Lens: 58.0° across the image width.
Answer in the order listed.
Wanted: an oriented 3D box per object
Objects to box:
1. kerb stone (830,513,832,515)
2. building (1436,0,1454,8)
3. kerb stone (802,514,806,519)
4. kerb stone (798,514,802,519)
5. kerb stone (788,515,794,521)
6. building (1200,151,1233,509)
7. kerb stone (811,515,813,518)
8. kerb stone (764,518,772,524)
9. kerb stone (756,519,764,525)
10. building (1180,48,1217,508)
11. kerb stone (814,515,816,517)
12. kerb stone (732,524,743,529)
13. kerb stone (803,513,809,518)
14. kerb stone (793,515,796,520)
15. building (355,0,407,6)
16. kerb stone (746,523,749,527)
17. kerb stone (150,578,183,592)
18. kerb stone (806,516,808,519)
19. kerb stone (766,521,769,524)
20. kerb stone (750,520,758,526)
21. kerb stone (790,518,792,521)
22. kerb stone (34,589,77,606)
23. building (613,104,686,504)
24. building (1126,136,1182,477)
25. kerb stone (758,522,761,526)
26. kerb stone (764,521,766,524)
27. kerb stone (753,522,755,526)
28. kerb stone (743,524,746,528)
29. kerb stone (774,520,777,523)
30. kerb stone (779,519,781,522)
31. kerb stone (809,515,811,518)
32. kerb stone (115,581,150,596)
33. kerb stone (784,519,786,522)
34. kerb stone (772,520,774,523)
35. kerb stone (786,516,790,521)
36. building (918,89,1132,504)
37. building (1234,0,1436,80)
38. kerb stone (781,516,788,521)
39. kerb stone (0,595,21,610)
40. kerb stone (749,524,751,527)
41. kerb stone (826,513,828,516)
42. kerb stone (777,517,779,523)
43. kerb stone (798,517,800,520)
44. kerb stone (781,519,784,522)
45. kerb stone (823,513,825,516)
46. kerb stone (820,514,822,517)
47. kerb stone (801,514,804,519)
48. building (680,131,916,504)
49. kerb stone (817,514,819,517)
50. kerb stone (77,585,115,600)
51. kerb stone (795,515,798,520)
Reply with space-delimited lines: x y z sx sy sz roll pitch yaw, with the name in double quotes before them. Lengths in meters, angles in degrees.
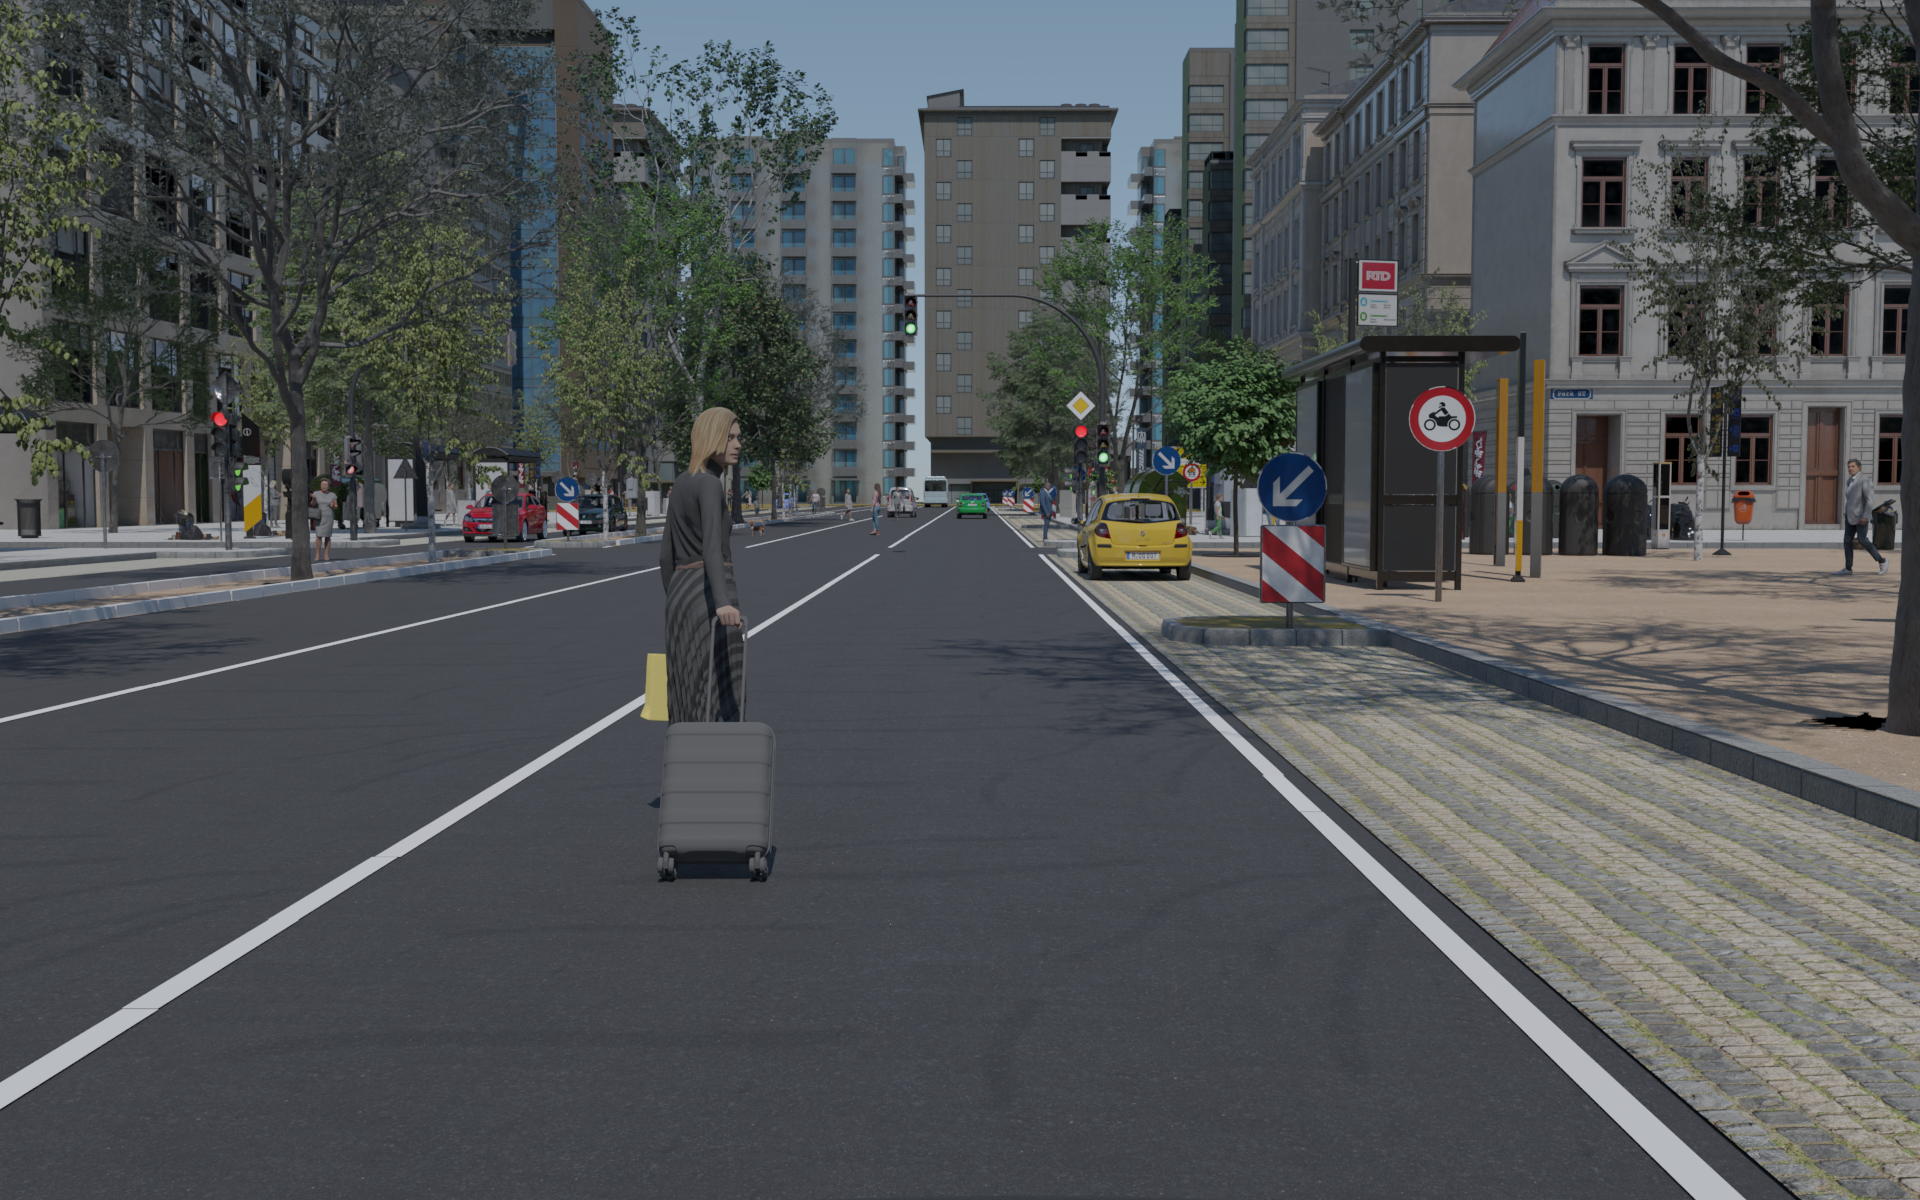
"kerb stone" -8.896 -5.757 116.314 0.120 0.150 1.000 0 4 1
"building" 58.569 -52.545 171.784 31.000 86.520 22.319 0 4 1
"kerb stone" -9.064 -4.690 98.881 0.120 0.150 1.000 0 4 1
"kerb stone" -9.079 -4.565 96.833 0.120 0.150 1.000 0 4 1
"kerb stone" -9.116 -4.315 92.743 0.120 0.150 1.000 0 4 1
"building" 27.485 -23.058 148.701 14.160 30.474 14.107 0 4 1
"kerb stone" -9.023 -4.940 102.976 0.120 0.150 1.000 0 4 1
"kerb stone" -9.216 -3.689 82.517 0.120 0.150 1.000 0 4 1
"kerb stone" -9.238 -3.502 79.446 0.120 0.150 1.000 0 4 1
"building" 27.552 -29.292 162.526 14.154 41.232 14.086 0 4 1
"kerb stone" -9.006 -5.066 105.023 0.120 0.150 1.000 0 4 1
"kerb stone" -9.301 -3.062 72.266 0.120 0.150 1.000 0 4 1
"kerb stone" -9.043 -4.816 100.932 0.120 0.150 1.000 0 4 1
"kerb stone" -9.106 -4.377 93.766 0.120 0.150 1.000 0 4 1
"building" -74.690 -48.395 229.512 20.611 71.187 20.563 0 4 1
"kerb stone" -9.283 -3.188 74.314 0.120 0.150 1.000 0 4 1
"kerb stone" -11.834 -0.210 25.636 0.120 0.150 1.000 0 4 1
"kerb stone" -9.047 -4.753 99.903 0.120 0.150 1.000 0 4 1
"kerb stone" -9.220 -3.627 81.495 0.120 0.150 1.000 0 4 1
"kerb stone" -9.265 -3.375 77.388 0.120 0.150 1.000 0 4 1
"kerb stone" -9.124 -4.252 91.721 0.120 0.150 1.000 0 4 1
"kerb stone" -11.862 -0.018 22.558 0.120 0.150 1.000 0 4 1
"building" -50.599 -39.442 234.114 27.495 52.752 28.713 0 4 1
"building" 37.524 -37.408 231.237 30.456 49.044 23.786 0 4 1
"kerb stone" -9.250 -3.438 78.424 0.120 0.150 1.000 0 4 1
"kerb stone" -9.230 -3.560 80.470 0.120 0.150 1.000 0 4 1
"kerb stone" -9.267 -3.304 76.363 0.120 0.150 1.000 0 4 1
"kerb stone" -9.298 -3.125 73.292 0.120 0.150 1.000 0 4 1
"kerb stone" -9.199 -3.814 84.562 0.120 0.150 1.000 0 4 1
"kerb stone" -9.173 -3.940 86.609 0.120 0.150 1.000 0 4 1
"kerb stone" -9.035 -4.874 101.954 0.120 0.150 1.000 0 4 1
"kerb stone" -11.848 -0.148 24.614 0.120 0.150 1.000 0 4 1
"kerb stone" -9.147 -4.062 88.654 0.120 0.150 1.000 0 4 1
"kerb stone" -9.202 -3.748 83.540 0.120 0.150 1.000 0 4 1
"kerb stone" -9.133 -4.185 90.699 0.120 0.150 1.000 0 4 1
"building" 8.544 -39.436 234.009 27.495 52.752 28.713 0 4 1
"building" 28.014 -27.566 134.297 14.154 41.232 14.086 0 4 1
"kerb stone" -9.152 -4.127 89.676 0.120 0.150 1.000 0 4 1
"kerb stone" -11.876 0.041 21.531 0.120 0.150 1.000 0 4 1
"kerb stone" -9.275 -3.250 75.340 0.120 0.150 1.000 0 4 1
"kerb stone" -8.925 -5.568 113.226 0.120 0.150 1.000 0 4 1
"kerb stone" -9.182 -3.877 85.587 0.120 0.150 1.000 0 4 1
"kerb stone" -9.092 -4.502 95.811 0.120 0.150 1.000 0 4 1
"kerb stone" -9.165 -3.998 87.632 0.120 0.150 1.000 0 4 1
"kerb stone" -8.946 -5.442 111.176 0.120 0.150 1.000 0 4 1
"kerb stone" -8.966 -5.317 109.124 0.120 0.150 1.000 0 4 1
"kerb stone" -9.069 -4.625 97.856 0.120 0.150 1.000 0 4 1
"building" -21.170 -37.402 231.124 30.456 49.044 23.786 0 4 1
"kerb stone" -8.983 -5.185 107.076 0.120 0.150 1.000 0 4 1
"kerb stone" -11.856 -0.085 23.580 0.120 0.150 1.000 0 4 1
"kerb stone" -9.100 -4.440 94.789 0.120 0.150 1.000 0 4 1
